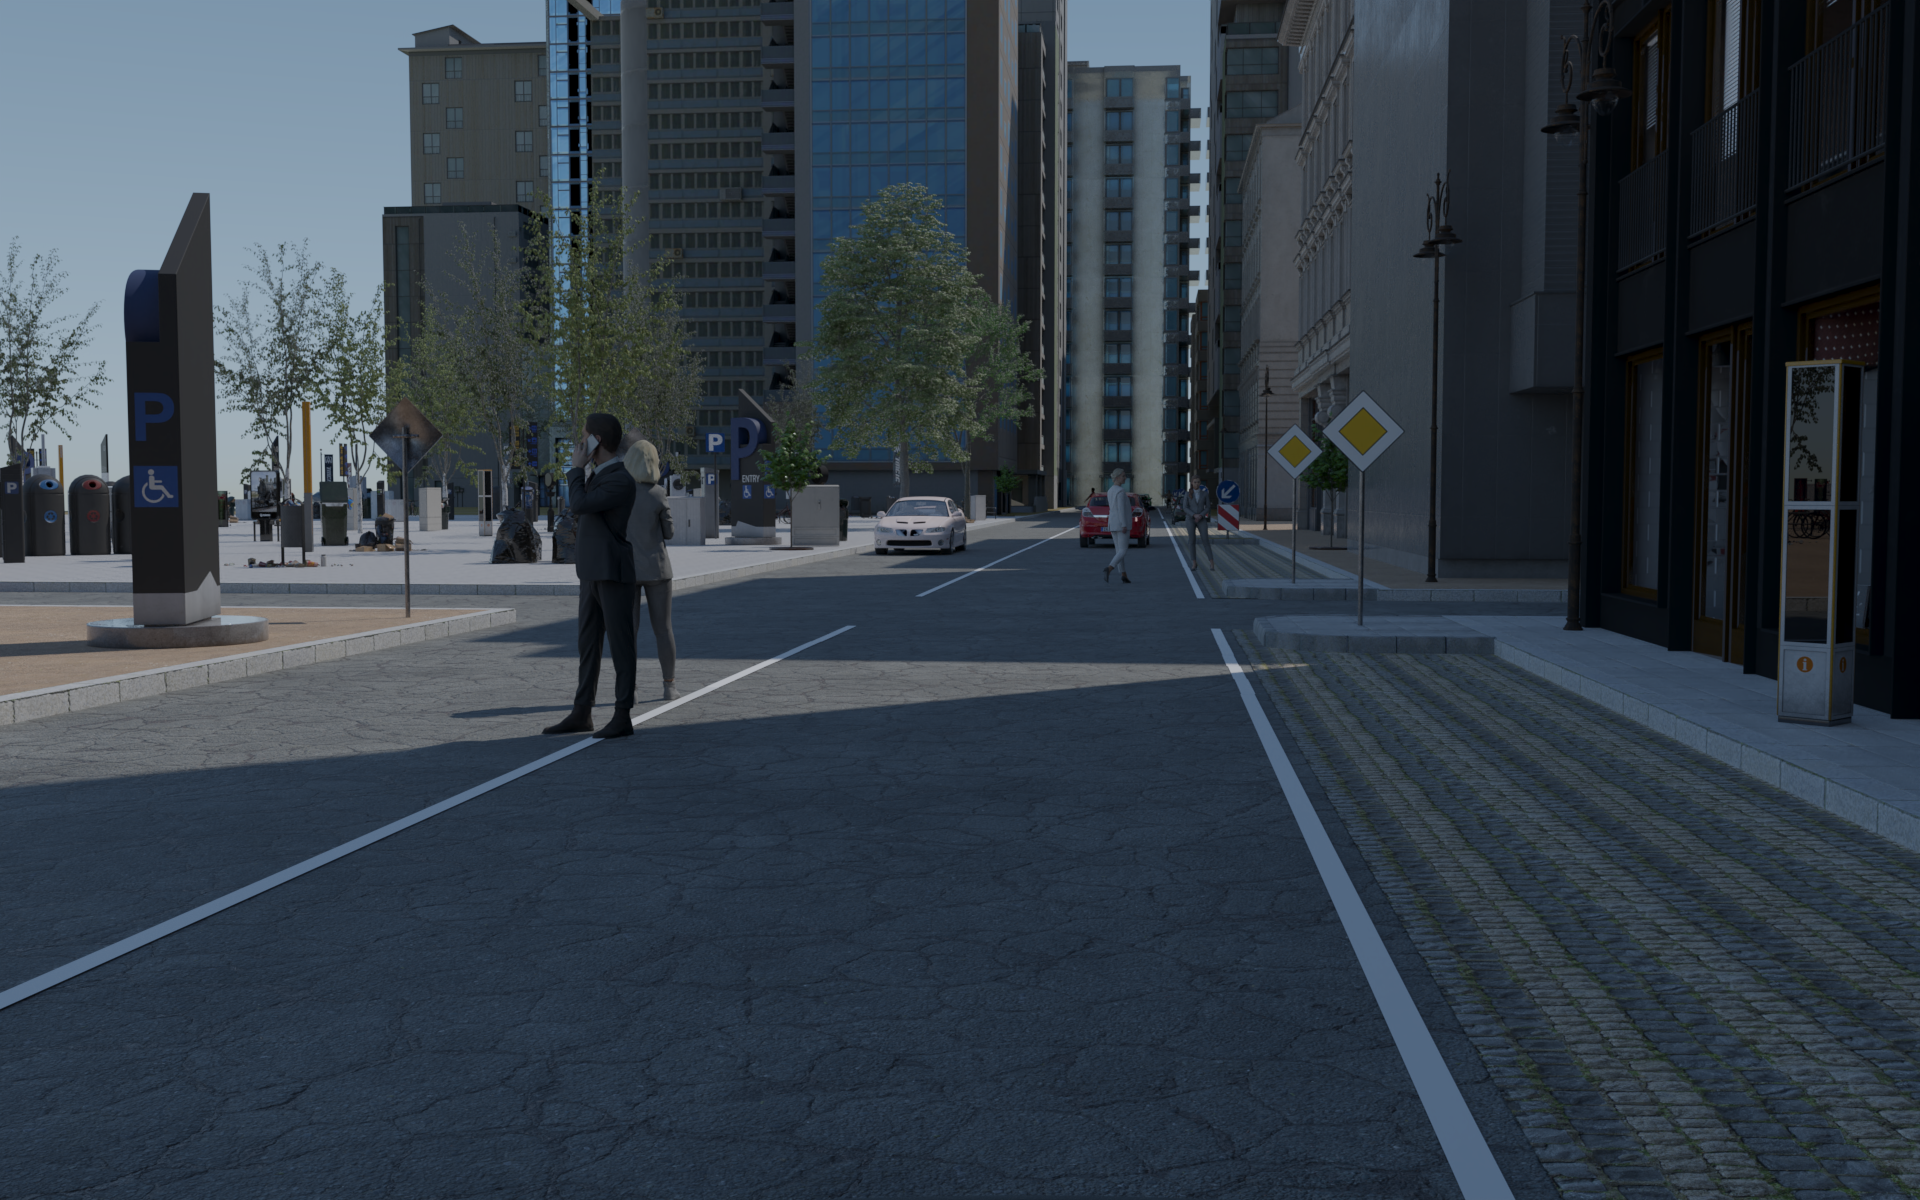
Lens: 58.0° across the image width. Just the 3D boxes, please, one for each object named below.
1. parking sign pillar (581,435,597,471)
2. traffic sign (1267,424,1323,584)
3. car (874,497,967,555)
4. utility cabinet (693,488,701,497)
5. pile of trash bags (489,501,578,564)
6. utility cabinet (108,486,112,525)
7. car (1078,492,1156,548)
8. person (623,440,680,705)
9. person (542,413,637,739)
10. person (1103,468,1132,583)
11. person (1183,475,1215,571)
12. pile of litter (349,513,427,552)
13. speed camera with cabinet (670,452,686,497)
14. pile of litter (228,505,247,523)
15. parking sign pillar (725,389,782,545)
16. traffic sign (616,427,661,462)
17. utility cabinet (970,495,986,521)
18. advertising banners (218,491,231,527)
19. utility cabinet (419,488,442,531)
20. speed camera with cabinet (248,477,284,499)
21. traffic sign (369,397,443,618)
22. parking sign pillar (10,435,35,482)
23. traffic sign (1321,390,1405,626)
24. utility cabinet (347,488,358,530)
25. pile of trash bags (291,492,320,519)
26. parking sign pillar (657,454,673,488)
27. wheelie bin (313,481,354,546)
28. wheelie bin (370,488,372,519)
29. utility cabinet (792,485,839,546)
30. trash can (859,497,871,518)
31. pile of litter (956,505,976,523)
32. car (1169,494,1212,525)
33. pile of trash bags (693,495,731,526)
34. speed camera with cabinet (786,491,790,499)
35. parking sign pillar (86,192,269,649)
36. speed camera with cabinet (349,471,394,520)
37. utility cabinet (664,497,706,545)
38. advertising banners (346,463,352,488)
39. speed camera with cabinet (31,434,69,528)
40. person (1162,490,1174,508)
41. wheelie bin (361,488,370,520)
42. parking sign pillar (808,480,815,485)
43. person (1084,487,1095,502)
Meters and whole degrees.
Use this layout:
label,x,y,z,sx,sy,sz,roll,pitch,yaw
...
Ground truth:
label,x,y,z,sx,sy,sz,roll,pitch,yaw
parking sign pillar,-16.173,-5.421,77.107,1.447,3.967,1.447,-2,4,-31
traffic sign,4.780,-1.293,24.781,0.795,2.450,0.064,0,4,6
car,-0.921,-1.847,42.556,2.083,1.381,4.827,0,4,7
utility cabinet,-9.923,-3.554,66.788,0.318,1.500,1.173,1,4,14
pile of trash bags,-7.149,-1.390,32.477,3.447,1.369,1.912,0,4,8
utility cabinet,-23.755,-2.471,49.072,1.173,1.500,0.318,0,4,-1
car,4.301,-2.366,47.717,2.155,1.783,4.494,1,4,8
person,-2.235,-0.202,11.984,0.537,1.800,0.526,0,4,4
person,-2.153,-0.143,10.197,0.474,1.900,0.648,-2,4,-32
person,2.498,-1.179,27.661,0.818,1.842,0.514,-3,5,-43
person,4.467,-1.443,32.363,0.520,1.790,0.573,-1,4,-13
pile of litter,-12.857,-1.532,39.010,1.719,0.858,1.176,-1,4,-16
speed camera with cabinet,-13.956,-5.325,81.407,2.038,3.252,0.660,-1,4,-17
pile of litter,-32.522,-3.841,76.767,1.719,0.858,1.176,-1,4,-17
parking sign pillar,-5.255,-3.393,43.948,1.447,3.967,1.447,3,5,44
traffic sign,-4.853,-1.359,25.861,0.795,2.450,0.064,0,4,6
utility cabinet,0.872,-4.435,83.680,0.306,1.237,1.020,2,4,30
advertising banners,-29.286,-4.330,66.980,2.074,3.025,0.090,0,4,0
utility cabinet,-18.366,-3.140,60.016,0.318,1.500,1.173,0,4,7
speed camera with cabinet,-37.766,-6.118,94.372,0.660,3.252,2.038,2,4,30
traffic sign,-5.730,-0.874,17.924,0.795,2.450,0.064,0,4,6
parking sign pillar,-43.070,-5.576,79.637,1.447,3.967,1.447,0,4,1
traffic sign,3.904,-0.807,16.844,0.795,2.450,0.064,0,4,6
utility cabinet,-21.529,-3.191,60.853,1.173,1.500,0.318,3,4,36
pile of trash bags,-33.618,-4.841,88.900,1.912,1.369,3.447,1,4,9
parking sign pillar,-16.287,-6.466,94.199,1.447,3.967,1.447,0,4,-3
wheelie bin,-15.593,-2.148,43.033,0.980,1.594,0.693,-2,4,-24
wheelie bin,-30.863,-5.034,90.208,0.980,1.594,0.693,2,4,28
utility cabinet,-3.539,-2.054,42.266,1.173,1.500,0.318,0,4,-7
trash can,-5.115,-5.010,93.561,0.748,1.137,0.748,0,3,0
pile of litter,0.109,-3.827,76.529,1.176,0.858,1.719,0,4,7
car,10.782,-4.348,80.881,2.009,1.686,4.222,0,4,5
pile of trash bags,-10.869,-3.758,71.202,3.447,1.369,1.912,0,4,6
speed camera with cabinet,-7.337,-5.456,83.548,2.038,3.252,0.660,-1,4,-19
parking sign pillar,-6.784,-1.619,14.936,1.447,3.967,1.447,-1,4,-11
speed camera with cabinet,-29.498,-5.659,86.853,2.038,3.252,0.660,0,4,2
utility cabinet,-6.920,-1.978,43.500,1.020,1.237,0.306,1,4,16
advertising banners,-33.439,-6.117,96.206,2.074,3.025,0.090,2,4,34
speed camera with cabinet,-29.790,-3.879,57.765,2.038,3.252,0.660,-2,4,-34
person,20.718,-9.982,171.723,1.348,1.823,0.705,1,4,20
wheelie bin,-29.425,-4.675,84.338,0.693,1.594,0.980,0,4,6
parking sign pillar,-8.386,-6.625,96.798,1.447,3.967,1.447,-1,4,-15
person,8.053,-5.919,105.246,0.705,1.831,1.348,3,5,45
